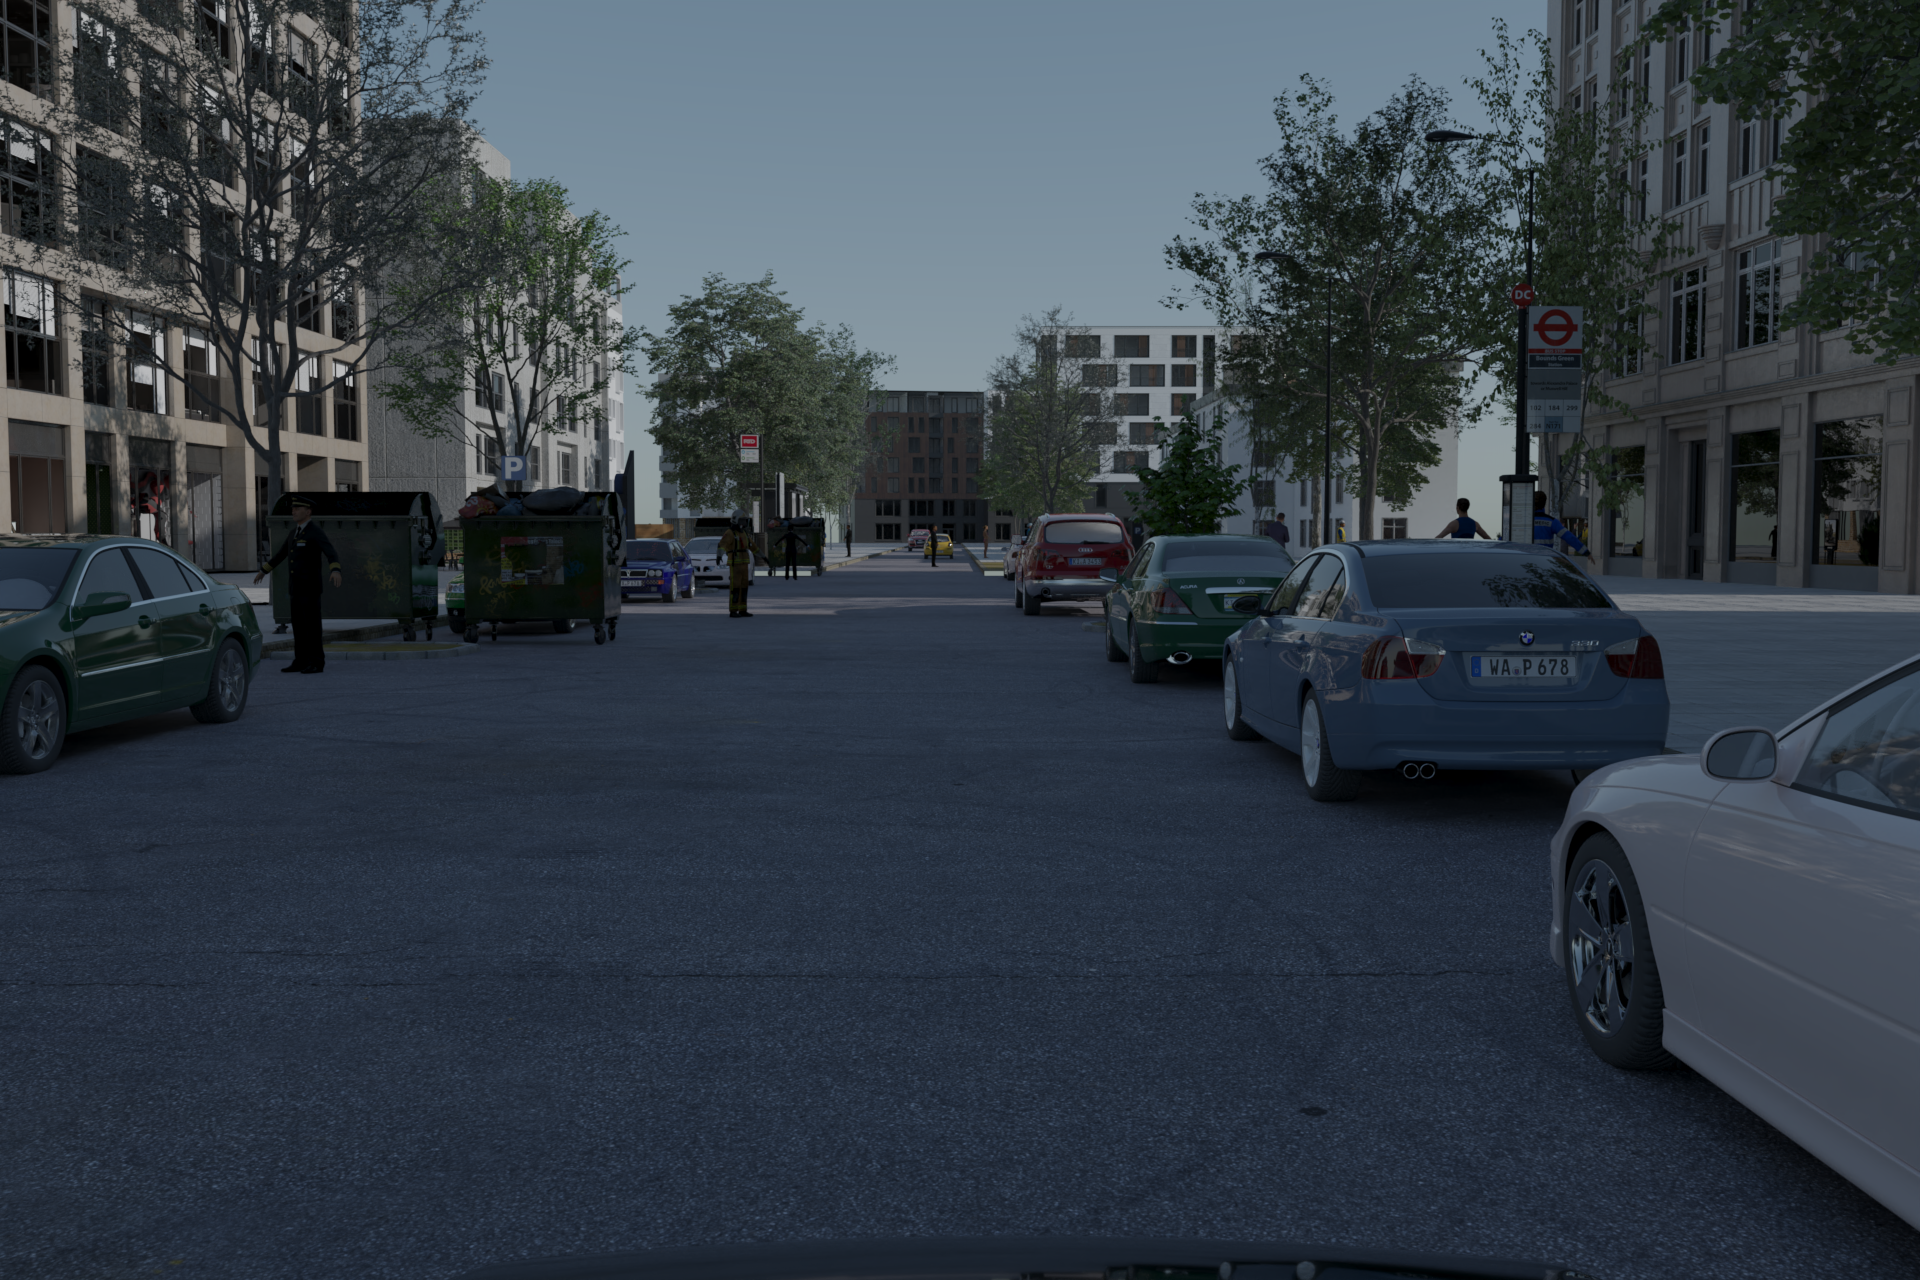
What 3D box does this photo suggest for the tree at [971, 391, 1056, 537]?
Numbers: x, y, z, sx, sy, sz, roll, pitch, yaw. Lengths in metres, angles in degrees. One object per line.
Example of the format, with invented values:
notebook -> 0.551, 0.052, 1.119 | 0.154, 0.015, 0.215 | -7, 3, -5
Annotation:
tree -> 4.776, -13.451, 138.042 | 7.486, 12.596, 7.792 | 0, 3, 0

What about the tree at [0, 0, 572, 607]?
tree -> -12.371, -7.361, 30.729 | 12.009, 13.543, 11.850 | 0, 3, 0

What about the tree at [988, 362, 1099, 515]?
tree -> 5.358, -11.999, 114.310 | 7.486, 12.596, 7.792 | 0, 3, 0

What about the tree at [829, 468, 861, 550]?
tree -> -10.804, -11.715, 141.896 | 4.360, 8.622, 3.978 | 0, 3, 0

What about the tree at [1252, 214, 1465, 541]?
tree -> 14.173, -8.764, 61.418 | 7.486, 12.596, 7.792 | 0, 3, 0

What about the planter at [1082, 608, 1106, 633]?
planter -> 2.841, -0.296, 25.986 | 1.991, 0.319, 1.994 | 0, 4, 1

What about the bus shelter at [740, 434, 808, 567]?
bus shelter -> -7.763, -5.794, 72.363 | 2.179, 5.291, 8.768 | 0, 4, -1

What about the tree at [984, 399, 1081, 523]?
tree -> 5.267, -12.387, 128.283 | 9.928, 11.665, 9.643 | 0, 3, 0

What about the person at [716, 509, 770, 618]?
person -> -3.783, -1.318, 29.777 | 0.705, 1.858, 1.354 | 2, 4, 33

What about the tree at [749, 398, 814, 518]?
tree -> -9.830, -8.614, 91.205 | 4.737, 8.622, 4.395 | 0, 3, 0

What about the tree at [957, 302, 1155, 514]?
tree -> 4.870, -11.156, 92.772 | 12.009, 13.543, 11.850 | 0, 3, 0

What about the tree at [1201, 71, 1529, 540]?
tree -> 8.497, -6.125, 34.559 | 7.601, 10.594, 8.767 | -1, 4, -12

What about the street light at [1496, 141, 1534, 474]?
street light -> 7.126, -2.909, 20.096 | 1.470, 5.913, 1.316 | 0, 4, -1

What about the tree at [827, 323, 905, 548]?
tree -> -11.201, -18.476, 157.978 | 12.611, 20.169, 13.585 | 0, 3, 0

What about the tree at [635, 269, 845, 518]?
tree -> -10.378, -10.750, 82.412 | 9.857, 13.997, 8.962 | 0, 3, 0

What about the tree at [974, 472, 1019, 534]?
tree -> 5.144, -13.617, 157.046 | 8.767, 10.594, 7.601 | 1, 4, 12

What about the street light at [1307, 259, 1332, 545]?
street light -> 6.623, -3.430, 28.622 | 1.470, 5.913, 1.316 | 0, 4, -1

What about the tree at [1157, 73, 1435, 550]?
tree -> 14.375, -13.355, 74.239 | 12.611, 20.169, 13.585 | 0, 3, 0

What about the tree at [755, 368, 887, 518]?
tree -> -10.079, -12.581, 116.069 | 12.009, 13.543, 11.850 | 0, 3, 0

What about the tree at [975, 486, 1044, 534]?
tree -> 5.536, -14.163, 165.970 | 8.767, 10.594, 7.601 | 0, 4, 2

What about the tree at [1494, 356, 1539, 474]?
tree -> 27.605, -9.277, 77.431 | 9.928, 11.665, 9.643 | 0, 3, 0

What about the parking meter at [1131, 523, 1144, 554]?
parking meter -> 5.997, -3.227, 58.477 | 0.399, 1.863, 0.255 | 0, 4, 0

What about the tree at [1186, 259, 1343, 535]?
tree -> 7.906, -5.930, 47.325 | 4.360, 8.622, 3.978 | 0, 3, 0

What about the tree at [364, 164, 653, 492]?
tree -> -12.396, -7.471, 47.901 | 9.928, 11.665, 9.643 | 0, 3, 0

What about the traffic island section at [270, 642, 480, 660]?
traffic island section -> -6.859, 0.133, 20.688 | 1.991, 0.108, 1.994 | 0, 4, 1

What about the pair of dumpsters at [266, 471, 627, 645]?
pair of dumpsters -> -6.692, -1.087, 22.730 | 4.436, 2.255, 1.574 | 0, 3, 0

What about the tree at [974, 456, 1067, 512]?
tree -> 5.423, -13.019, 147.270 | 8.767, 10.594, 7.601 | 0, 4, -1

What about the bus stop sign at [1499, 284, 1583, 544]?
bus stop sign -> 6.210, -1.826, 18.561 | 0.855, 3.939, 0.416 | 0, 4, -1

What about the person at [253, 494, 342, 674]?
person -> -6.789, -0.581, 17.887 | 1.347, 1.837, 0.705 | 2, 4, 33

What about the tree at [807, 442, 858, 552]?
tree -> -10.162, -10.790, 126.783 | 4.360, 8.622, 3.978 | 0, 3, 0

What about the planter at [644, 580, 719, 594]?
planter -> -6.967, -1.298, 42.361 | 1.991, 0.319, 1.994 | 0, 3, 0

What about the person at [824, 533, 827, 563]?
person -> -6.320, -4.382, 78.110 | 0.721, 1.772, 1.216 | -2, 4, -30

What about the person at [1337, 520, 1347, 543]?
person -> 15.153, -3.833, 68.636 | 0.705, 1.833, 1.349 | 1, 4, 17

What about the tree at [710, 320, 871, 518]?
tree -> -10.039, -12.021, 103.192 | 9.857, 13.997, 8.962 | 0, 3, 0

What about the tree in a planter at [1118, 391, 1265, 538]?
tree in a planter -> 2.863, -1.500, 21.741 | 1.991, 3.239, 1.994 | 0, 4, 0

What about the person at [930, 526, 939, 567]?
person -> -1.098, -4.075, 75.307 | 0.704, 1.802, 1.346 | 0, 4, -6

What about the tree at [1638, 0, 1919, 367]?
tree -> 8.365, -5.733, 11.859 | 7.486, 12.596, 7.792 | 0, 3, 0

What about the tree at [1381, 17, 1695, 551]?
tree -> 8.356, -4.533, 24.477 | 4.737, 8.622, 4.395 | 0, 3, 0

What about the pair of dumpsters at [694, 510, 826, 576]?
pair of dumpsters -> -6.815, -3.307, 59.018 | 4.436, 2.255, 1.574 | 0, 3, 0
